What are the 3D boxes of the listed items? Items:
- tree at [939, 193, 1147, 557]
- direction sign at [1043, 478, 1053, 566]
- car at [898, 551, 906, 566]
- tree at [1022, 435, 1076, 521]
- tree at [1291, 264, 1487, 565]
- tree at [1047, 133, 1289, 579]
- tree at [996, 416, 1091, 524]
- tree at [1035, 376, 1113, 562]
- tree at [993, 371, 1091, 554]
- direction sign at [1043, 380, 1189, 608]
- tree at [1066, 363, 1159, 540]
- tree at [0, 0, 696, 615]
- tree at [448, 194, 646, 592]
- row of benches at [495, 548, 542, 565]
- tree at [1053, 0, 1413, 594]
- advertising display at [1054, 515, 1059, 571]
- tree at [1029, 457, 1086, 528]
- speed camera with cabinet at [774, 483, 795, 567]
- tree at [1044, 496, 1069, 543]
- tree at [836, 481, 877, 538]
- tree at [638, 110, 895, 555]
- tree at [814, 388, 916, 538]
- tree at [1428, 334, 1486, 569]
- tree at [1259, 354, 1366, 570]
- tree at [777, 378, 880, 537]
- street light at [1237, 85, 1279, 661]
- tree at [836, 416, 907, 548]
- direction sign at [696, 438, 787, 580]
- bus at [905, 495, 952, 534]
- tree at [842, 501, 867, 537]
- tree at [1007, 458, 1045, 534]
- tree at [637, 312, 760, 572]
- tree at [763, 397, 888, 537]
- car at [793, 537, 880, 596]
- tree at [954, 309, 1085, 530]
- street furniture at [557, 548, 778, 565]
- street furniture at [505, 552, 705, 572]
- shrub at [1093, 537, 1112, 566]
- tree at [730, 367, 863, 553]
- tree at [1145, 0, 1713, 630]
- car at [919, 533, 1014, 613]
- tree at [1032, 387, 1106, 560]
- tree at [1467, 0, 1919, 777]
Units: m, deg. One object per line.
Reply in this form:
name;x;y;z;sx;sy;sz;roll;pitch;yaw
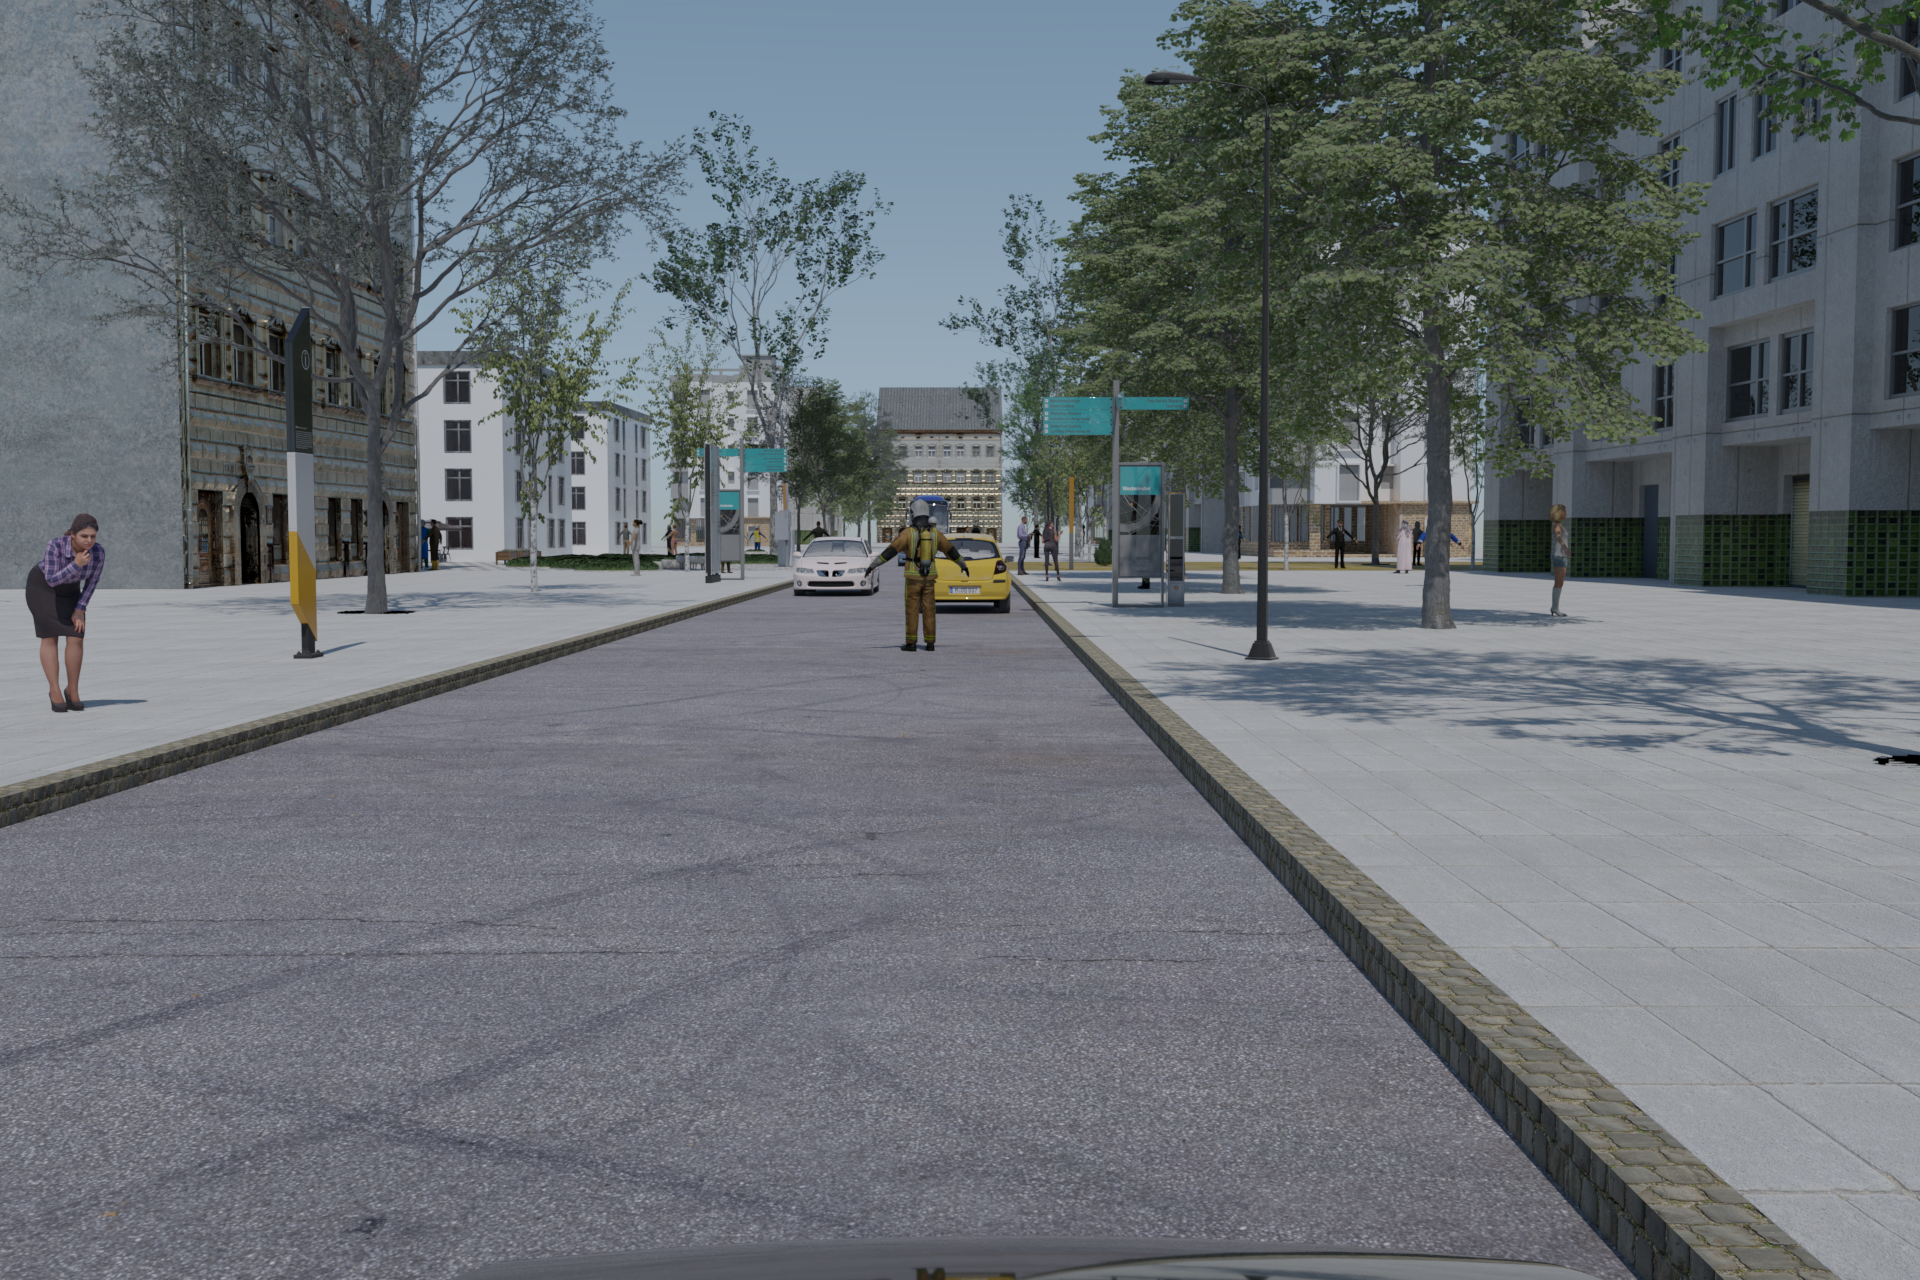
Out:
tree;5.378;-14.797;97.826;12.611;20.169;13.585;0;3;0
direction sign;3.568;-4.781;70.166;0.379;3.537;0.876;0;4;0
car;-1.873;-4.049;78.210;2.014;1.417;4.499;0;4;1
tree;6.490;-10.473;121.588;4.737;8.622;4.395;0;3;0
tree;17.277;-9.877;71.864;12.009;13.543;11.850;0;3;0
tree;5.982;-7.978;48.565;7.486;12.596;7.792;0;3;0
tree;6.240;-11.962;129.997;7.601;10.594;8.767;0;4;-8
tree;5.828;-7.921;79.867;4.737;8.622;4.395;0;3;0
tree;5.827;-11.272;110.052;9.928;11.665;9.643;0;3;0
direction sign;2.709;-2.497;29.592;2.525;3.948;1.411;0;3;0
tree;6.033;-7.586;74.397;4.360;8.622;3.978;0;3;0
tree;-9.383;-7.173;27.645;12.009;13.543;11.850;0;3;0
tree;-9.266;-5.381;38.342;4.737;8.622;4.395;0;3;0
row of benches;-18.797;-3.562;73.705;1.422;0.672;4.104;0;4;6
tree;5.709;-7.238;36.462;7.486;12.596;7.792;0;3;0
advertising display;3.356;-3.375;60.394;0.123;1.923;0.974;0;4;0
tree;14.432;-21.524;258.570;9.857;13.997;8.962;0;3;0
speed camera with cabinet;-6.884;-4.502;67.944;0.660;3.252;2.038;0;4;1
tree;14.266;-18.385;250.960;4.737;8.622;4.395;0;3;0
tree;-9.023;-12.682;157.706;4.360;8.622;3.978;0;3;0
tree;-10.141;-13.733;80.418;12.611;20.169;13.585;0;3;0
tree;-8.378;-14.358;145.127;12.009;13.543;11.850;0;3;0
tree;18.646;-6.887;62.960;4.360;8.622;3.978;0;3;0
tree;11.480;-6.810;61.707;4.360;8.622;3.978;0;3;0
tree;-9.656;-12.756;126.694;7.486;12.596;7.792;0;3;0
street light;3.631;-2.752;17.542;1.470;5.913;1.316;0;3;0
tree;-8.769;-15.093;164.892;7.486;12.596;7.792;0;3;0
direction sign;-6.068;-3.671;48.782;2.525;3.948;1.411;0;4;0
bus;-1.940;-7.438;113.165;2.896;3.916;12.251;0;3;0
tree;-16.661;-20.582;254.636;7.486;12.596;7.792;0;3;0
tree;6.246;-12.885;161.023;4.737;8.622;4.395;0;3;0
tree;-9.103;-6.623;58.646;4.737;8.622;4.395;0;3;0
tree;-8.748;-10.856;111.906;8.767;10.594;7.601;-2;4;-27
car;-2.938;-1.800;41.784;2.083;1.381;4.827;0;4;0
tree;5.697;-17.911;148.729;12.611;20.169;13.585;0;3;0
street furniture;-12.423;-3.553;73.710;10.072;0.657;5.734;-1;4;-10
street furniture;-12.925;-2.956;63.950;5.734;0.657;10.072;-2;4;-28
shrub;5.738;-3.531;68.852;1.383;1.207;1.383;0;3;0
tree;-9.160;-9.868;95.749;8.767;10.594;7.601;2;4;28
tree;6.068;-6.429;23.245;7.486;12.596;7.792;0;3;0
car;0.047;-1.376;32.724;2.015;1.641;3.980;0;4;-1
tree;6.240;-8.318;86.353;4.360;8.622;3.978;0;3;0
tree;5.784;-5.096;9.074;9.928;11.665;9.643;0;3;0
